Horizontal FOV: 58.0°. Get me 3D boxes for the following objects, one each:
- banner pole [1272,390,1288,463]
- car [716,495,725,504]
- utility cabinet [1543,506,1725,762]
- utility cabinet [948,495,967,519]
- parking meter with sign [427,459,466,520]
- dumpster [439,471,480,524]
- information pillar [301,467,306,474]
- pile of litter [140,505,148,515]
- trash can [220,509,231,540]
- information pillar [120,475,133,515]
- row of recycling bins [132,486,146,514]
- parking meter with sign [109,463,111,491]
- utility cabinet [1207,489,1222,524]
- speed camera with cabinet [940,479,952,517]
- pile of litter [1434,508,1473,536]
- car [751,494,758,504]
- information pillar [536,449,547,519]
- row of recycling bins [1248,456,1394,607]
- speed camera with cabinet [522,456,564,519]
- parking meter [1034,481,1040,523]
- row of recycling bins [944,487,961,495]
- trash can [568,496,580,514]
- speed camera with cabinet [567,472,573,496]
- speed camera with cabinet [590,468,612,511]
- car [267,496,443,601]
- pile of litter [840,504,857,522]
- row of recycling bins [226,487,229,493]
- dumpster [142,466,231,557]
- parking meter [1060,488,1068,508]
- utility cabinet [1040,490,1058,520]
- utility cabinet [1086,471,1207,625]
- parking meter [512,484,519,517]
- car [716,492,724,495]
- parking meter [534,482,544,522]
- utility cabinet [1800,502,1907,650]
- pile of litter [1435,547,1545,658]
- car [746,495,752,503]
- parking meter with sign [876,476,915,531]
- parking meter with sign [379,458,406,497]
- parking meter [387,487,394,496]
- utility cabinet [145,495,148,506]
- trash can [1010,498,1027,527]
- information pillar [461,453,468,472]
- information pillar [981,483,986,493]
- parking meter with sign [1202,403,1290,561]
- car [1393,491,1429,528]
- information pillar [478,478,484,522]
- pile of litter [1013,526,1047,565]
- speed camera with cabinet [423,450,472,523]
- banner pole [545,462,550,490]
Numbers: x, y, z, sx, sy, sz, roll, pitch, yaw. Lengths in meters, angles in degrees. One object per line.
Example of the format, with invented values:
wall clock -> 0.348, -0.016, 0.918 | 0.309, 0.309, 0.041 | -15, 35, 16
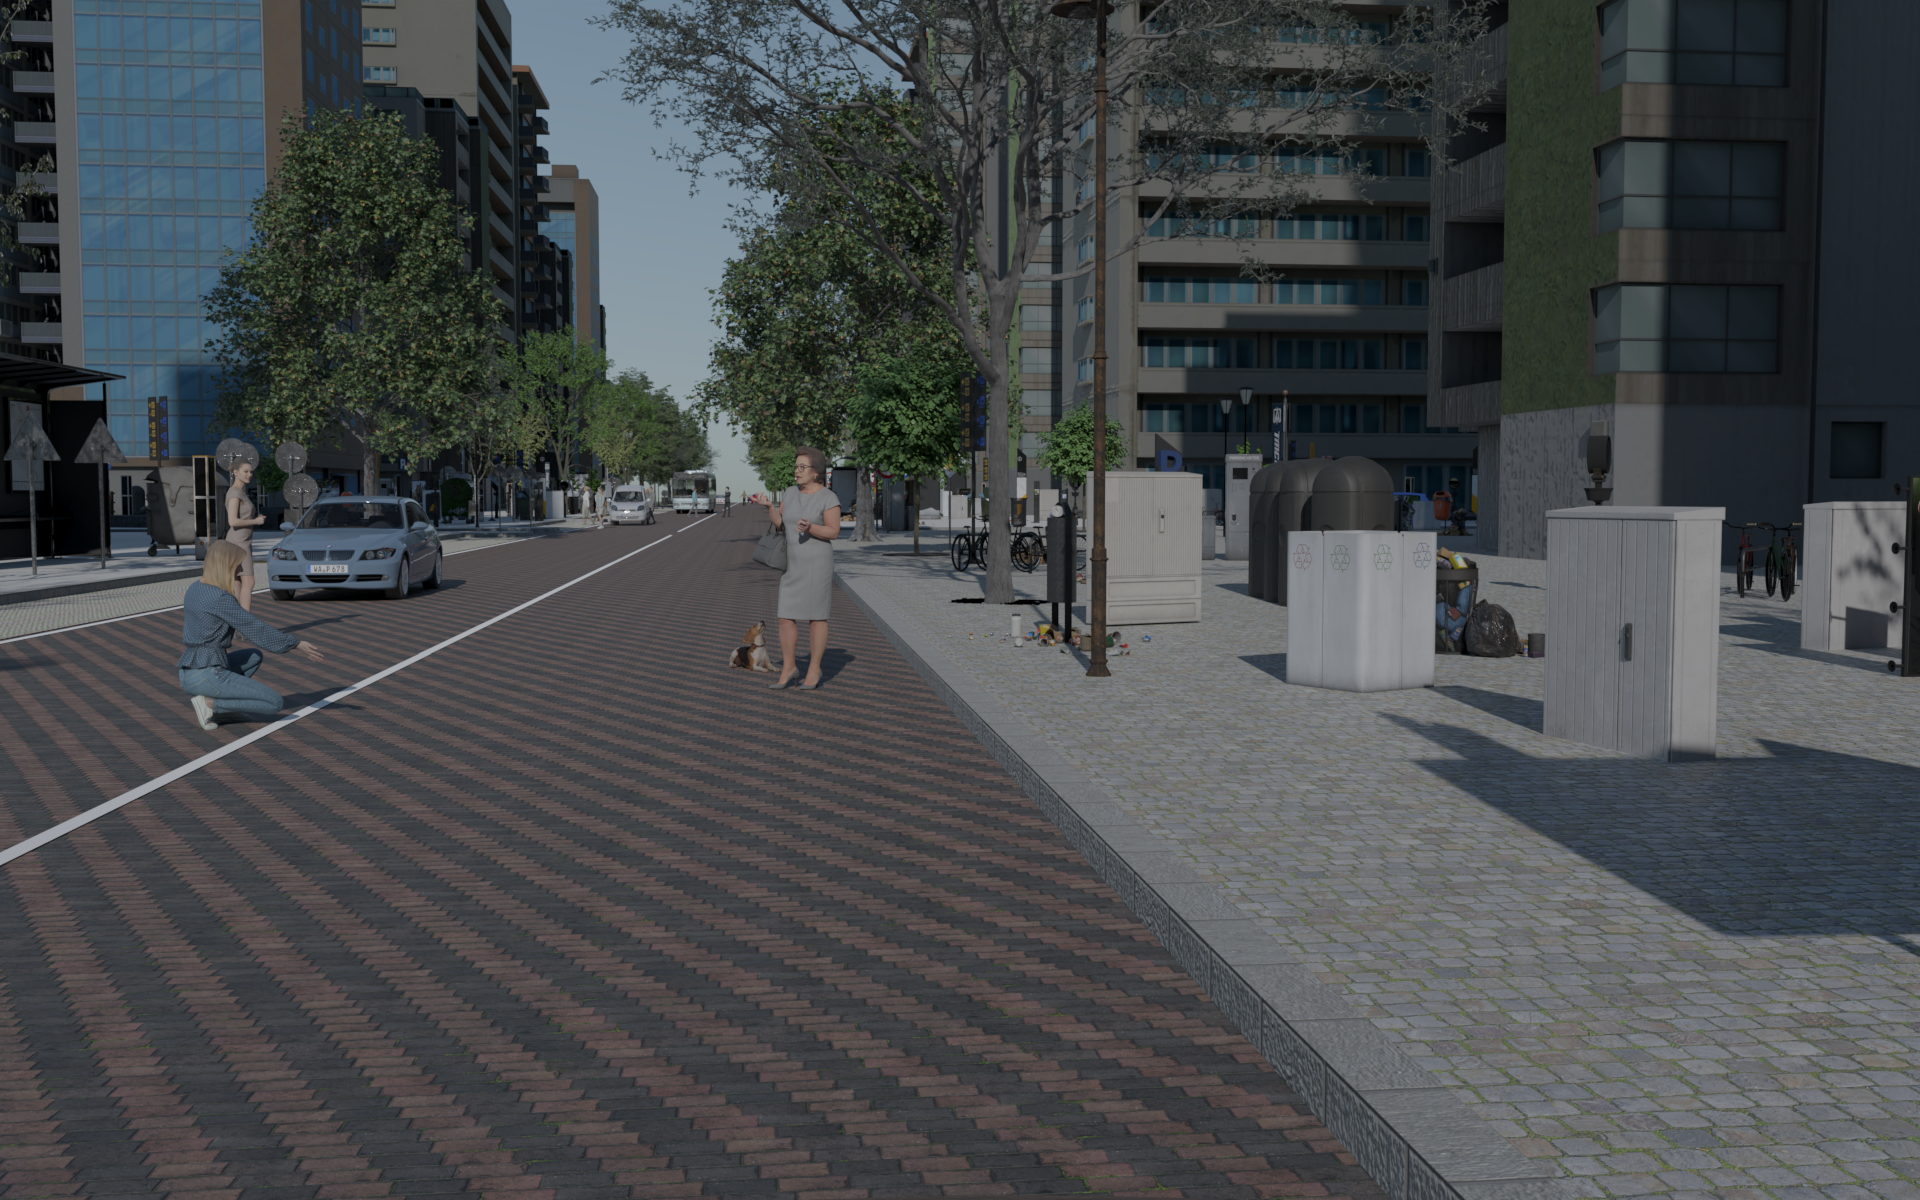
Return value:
banner pole -> 7.752, -3.178, 41.977 | 0.401, 3.779, 0.863 | -1, 4, -18
car -> -31.858, -13.319, 230.124 | 2.083, 1.381, 4.827 | 0, 4, -6
utility cabinet -> 3.375, 0.146, 8.768 | 0.306, 1.237, 1.020 | -1, 4, -16
utility cabinet -> -0.112, -4.716, 88.265 | 1.020, 1.237, 0.306 | -2, 4, -33
parking meter with sign -> -25.157, -5.421, 84.893 | 1.738, 3.016, 0.543 | -1, 4, -11
dumpster -> -21.462, -4.383, 74.156 | 1.502, 2.255, 1.985 | 0, 4, -6
information pillar -> -30.031, -5.376, 79.248 | 0.183, 3.616, 0.504 | 0, 4, -8
pile of litter -> -31.424, -3.234, 66.845 | 1.719, 0.858, 1.176 | 0, 4, 3
trash can -> -17.261, -1.796, 41.024 | 0.748, 1.137, 0.748 | 0, 3, 0
information pillar -> -32.712, -3.884, 67.999 | 0.304, 2.012, 0.304 | 0, 4, 1
row of recycling bins -> -38.391, -4.697, 83.909 | 3.534, 1.692, 1.069 | -1, 4, -22
parking meter with sign -> -41.703, -5.399, 84.533 | 0.543, 3.016, 1.738 | -2, 4, -25
utility cabinet -> 10.635, -3.992, 73.943 | 1.173, 1.500, 0.318 | -2, 4, -33
speed camera with cabinet -> -1.036, -6.377, 98.601 | 0.660, 3.252, 2.038 | -1, 4, -19
pile of litter -> 15.217, -2.419, 53.514 | 1.176, 0.858, 1.719 | 0, 4, 5
car -> -28.497, -14.343, 243.552 | 2.155, 1.783, 4.494 | 0, 4, -7
information pillar -> -21.441, -5.949, 88.626 | 0.504, 3.616, 0.183 | -1, 4, -19
row of recycling bins -> 4.119, -0.800, 20.193 | 1.069, 1.692, 3.534 | 0, 4, -5
speed camera with cabinet -> -21.769, -5.872, 90.340 | 2.038, 3.252, 0.660 | -2, 4, -28
parking meter -> 3.397, -4.337, 76.617 | 0.255, 1.863, 0.399 | 0, 4, 4
row of recycling bins -> -1.144, -6.154, 107.726 | 3.534, 1.692, 1.069 | 2, 4, 32
trash can -> -24.345, -5.961, 109.114 | 0.748, 1.137, 0.748 | 0, 3, 0
speed camera with cabinet -> -25.964, -7.164, 111.459 | 2.038, 3.252, 0.660 | 0, 4, -4
speed camera with cabinet -> -27.022, -8.282, 129.750 | 2.038, 3.252, 0.660 | 2, 4, 35
car -> -8.594, -0.790, 24.911 | 2.014, 1.417, 4.499 | 0, 4, -7
pile of litter -> -5.135, -4.113, 81.213 | 1.176, 0.858, 1.719 | 1, 4, 22
row of recycling bins -> -32.204, -4.124, 74.532 | 1.069, 1.692, 3.534 | 0, 4, -2
dumpster -> -16.185, -1.866, 36.274 | 1.264, 1.857, 1.865 | 0, 4, -7
parking meter -> 4.499, -4.078, 75.084 | 0.372, 1.533, 0.369 | 0, 3, 0
utility cabinet -> 4.294, -4.628, 84.347 | 0.318, 1.500, 1.173 | 3, 5, 43
utility cabinet -> 1.822, -0.510, 17.024 | 1.173, 1.500, 0.318 | -2, 4, -28
parking meter -> -24.635, -5.524, 96.029 | 0.255, 1.863, 0.399 | 1, 4, 18
car -> -33.571, -14.245, 242.692 | 2.009, 1.686, 4.222 | 0, 4, -7
parking meter -> -19.713, -4.607, 81.038 | 0.255, 1.863, 0.399 | 2, 4, 26
utility cabinet -> 7.522, -0.206, 14.524 | 1.020, 1.237, 0.306 | -2, 4, -25
pile of litter -> 4.081, -0.012, 14.158 | 1.176, 0.858, 1.719 | -2, 4, -35
car -> -35.243, -17.202, 293.829 | 1.945, 1.354, 3.894 | -1, 4, -9
parking meter with sign -> -2.280, -3.898, 59.987 | 0.543, 3.016, 1.738 | 3, 5, 43
parking meter with sign -> -28.064, -5.422, 84.915 | 1.738, 3.016, 0.543 | 1, 4, 14
parking meter -> -21.291, -3.460, 64.985 | 0.372, 1.533, 0.369 | 0, 3, 0
utility cabinet -> -40.305, -4.570, 85.881 | 1.020, 1.237, 0.306 | 0, 4, 5
trash can -> 2.292, -3.428, 67.700 | 0.748, 1.137, 0.748 | 0, 3, 0
information pillar -> -28.282, -6.582, 98.967 | 0.504, 3.616, 0.183 | 2, 4, 31
information pillar -> 1.601, -6.997, 118.887 | 0.304, 2.012, 0.304 | -1, 4, -12
parking meter with sign -> 5.459, -2.275, 33.455 | 1.738, 3.016, 0.543 | 0, 4, 6
car -> 16.379, -3.484, 66.547 | 3.694, 1.707, 1.945 | 0, 4, -7
information pillar -> -22.187, -4.613, 79.913 | 0.304, 2.012, 0.304 | 2, 4, 30
pile of litter -> 1.548, -1.115, 32.194 | 1.176, 0.858, 1.719 | 1, 4, 19
speed camera with cabinet -> -22.763, -5.047, 76.862 | 2.038, 3.252, 0.660 | 0, 4, -2
banner pole -> -28.659, -7.940, 119.836 | 0.863, 3.779, 0.401 | 2, 4, 33
